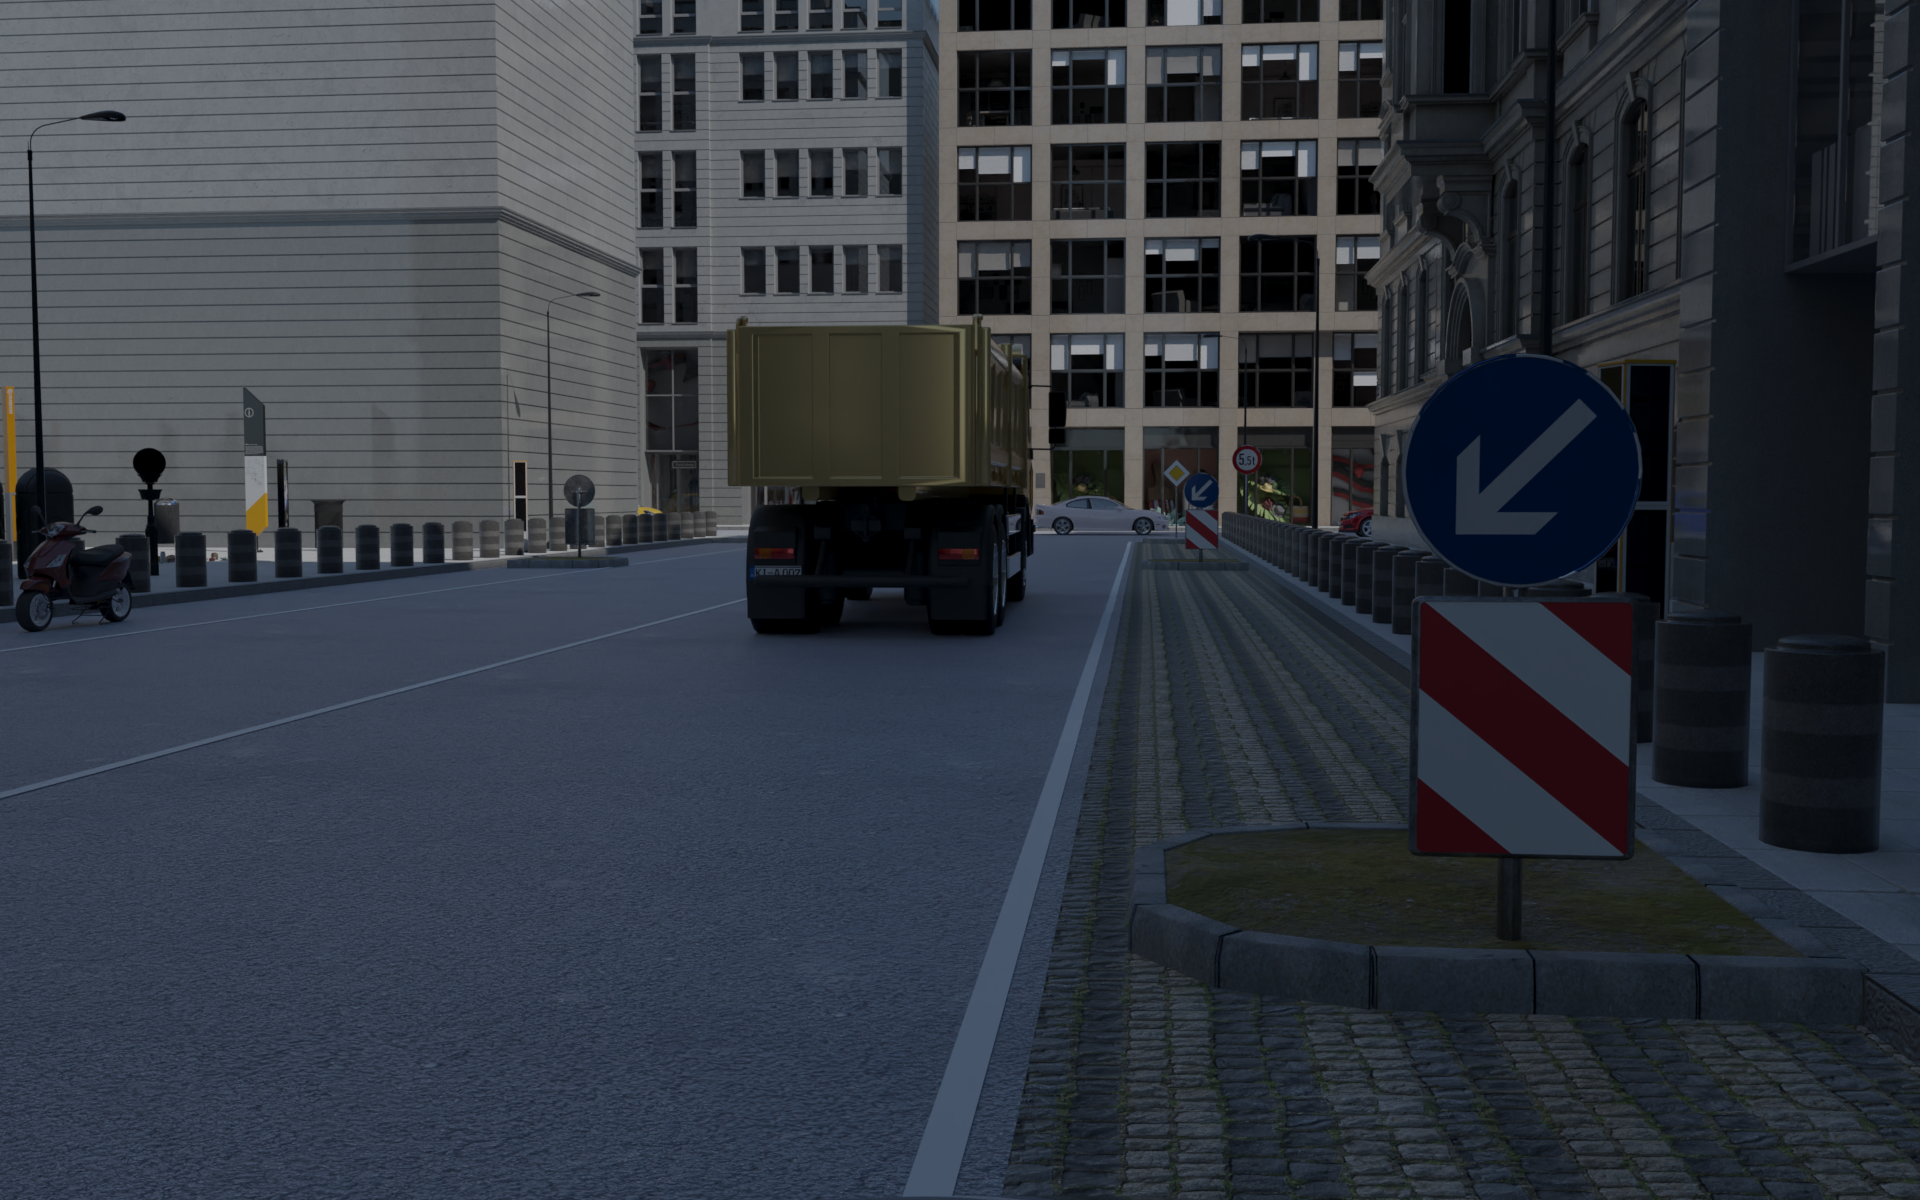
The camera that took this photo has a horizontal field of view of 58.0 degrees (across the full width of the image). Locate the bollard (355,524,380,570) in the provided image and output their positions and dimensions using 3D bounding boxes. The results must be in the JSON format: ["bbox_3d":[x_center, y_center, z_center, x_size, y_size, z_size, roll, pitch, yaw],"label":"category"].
[{"bbox_3d":[-10.068,-0.900,29.436,0.404,0.777,0.398,0,3,0],"label":"bollard"}]

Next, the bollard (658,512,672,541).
[{"bbox_3d":[-8.175,-1.986,47.186,0.404,0.777,0.398,0,3,0],"label":"bollard"}]

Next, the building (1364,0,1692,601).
[{"bbox_3d":[14.959,-12.952,30.850,14.460,24.649,34.723,0,4,6],"label":"building"}]

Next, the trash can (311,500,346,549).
[{"bbox_3d":[-14.239,-1.677,39.074,0.748,1.137,0.748,0,3,0],"label":"trash can"}]

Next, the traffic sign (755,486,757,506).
[{"bbox_3d":[-6.103,-2.953,51.917,0.795,2.450,0.064,0,4,6],"label":"traffic sign"}]

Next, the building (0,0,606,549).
[{"bbox_3d":[-24.765,-16.472,46.812,29.804,29.767,11.434,0,4,6],"label":"building"}]

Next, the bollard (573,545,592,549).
[{"bbox_3d":[-8.903,-1.568,40.355,0.404,0.777,0.398,0,3,0],"label":"bollard"}]

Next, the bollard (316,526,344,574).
[{"bbox_3d":[-10.212,-0.817,28.072,0.404,0.777,0.398,0,3,0],"label":"bollard"}]

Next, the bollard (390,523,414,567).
[{"bbox_3d":[-9.924,-0.983,30.797,0.404,0.777,0.398,0,3,0],"label":"bollard"}]

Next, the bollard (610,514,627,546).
[{"bbox_3d":[-8.612,-1.735,43.083,0.404,0.777,0.398,0,3,0],"label":"bollard"}]

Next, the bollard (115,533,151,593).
[{"bbox_3d":[-10.795,-0.483,22.612,0.404,0.777,0.398,0,3,0],"label":"bollard"}]

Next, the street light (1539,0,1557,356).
[{"bbox_3d":[3.632,-2.435,12.352,1.470,5.913,1.316,0,4,6],"label":"street light"}]

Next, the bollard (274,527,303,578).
[{"bbox_3d":[-10.358,-0.733,26.709,0.404,0.777,0.398,0,3,0],"label":"bollard"}]

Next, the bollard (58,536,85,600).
[{"bbox_3d":[-10.941,-0.399,21.234,0.404,0.777,0.398,0,3,0],"label":"bollard"}]

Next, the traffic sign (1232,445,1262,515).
[{"bbox_3d":[7.444,-2.744,44.973,0.768,2.556,0.104,1,4,11],"label":"traffic sign"}]

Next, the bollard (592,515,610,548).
[{"bbox_3d":[-8.761,-1.652,41.723,0.404,0.777,0.398,0,3,0],"label":"bollard"}]

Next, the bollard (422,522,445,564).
[{"bbox_3d":[-9.775,-1.067,32.157,0.404,0.777,0.398,0,3,0],"label":"bollard"}]

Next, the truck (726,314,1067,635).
[{"bbox_3d":[-0.538,-1.554,21.328,3.469,3.379,9.791,0,4,5],"label":"truck"}]

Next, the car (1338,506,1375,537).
[{"bbox_3d":[14.579,-2.892,56.323,4.494,1.783,2.155,0,4,6],"label":"car"}]

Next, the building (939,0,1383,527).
[{"bbox_3d":[17.087,-16.635,76.496,34.151,26.468,19.350,0,4,6],"label":"building"}]

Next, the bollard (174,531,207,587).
[{"bbox_3d":[-10.649,-0.567,23.980,0.404,0.777,0.398,0,3,0],"label":"bollard"}]

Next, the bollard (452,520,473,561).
[{"bbox_3d":[-9.631,-1.150,33.527,0.404,0.777,0.398,0,3,0],"label":"bollard"}]

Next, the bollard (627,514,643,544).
[{"bbox_3d":[-8.467,-1.819,44.450,0.404,0.777,0.398,0,3,0],"label":"bollard"}]

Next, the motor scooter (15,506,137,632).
[{"bbox_3d":[-9.550,-0.366,18.759,0.815,1.314,1.986,0,4,6],"label":"motor scooter"}]

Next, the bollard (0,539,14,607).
[{"bbox_3d":[-11.087,-0.314,19.857,0.404,0.777,0.398,0,3,0],"label":"bollard"}]

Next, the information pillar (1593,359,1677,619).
[{"bbox_3d":[3.737,-0.314,9.629,0.304,2.012,0.304,0,4,-8],"label":"information pillar"}]

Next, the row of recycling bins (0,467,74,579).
[{"bbox_3d":[-15.169,-1.149,25.897,3.534,1.692,1.069,-1,4,-16],"label":"row of recycling bins"}]

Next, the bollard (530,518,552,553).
[{"bbox_3d":[-9.191,-1.402,37.634,0.404,0.777,0.398,0,3,0],"label":"bollard"}]

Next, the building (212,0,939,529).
[{"bbox_3d":[-15.554,-18.289,76.523,29.804,29.767,11.434,0,4,6],"label":"building"}]

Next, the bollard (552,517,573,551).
[{"bbox_3d":[-9.045,-1.485,38.994,0.404,0.777,0.398,0,3,0],"label":"bollard"}]

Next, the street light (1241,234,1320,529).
[{"bbox_3d":[5.835,-3.577,31.024,1.470,5.913,1.316,0,4,6],"label":"street light"}]

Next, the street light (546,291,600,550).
[{"bbox_3d":[-8.923,-4.117,39.859,1.470,5.913,1.316,0,4,6],"label":"street light"}]

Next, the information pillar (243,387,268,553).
[{"bbox_3d":[-15.415,-2.845,37.876,0.504,3.616,0.183,1,4,10],"label":"information pillar"}]

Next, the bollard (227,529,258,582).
[{"bbox_3d":[-10.503,-0.650,25.346,0.404,0.777,0.398,0,3,0],"label":"bollard"}]

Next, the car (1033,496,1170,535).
[{"bbox_3d":[4.981,-2.973,60.972,4.827,1.381,2.083,0,4,5],"label":"car"}]

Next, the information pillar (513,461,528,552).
[{"bbox_3d":[-9.691,-2.061,38.193,0.304,2.012,0.304,-1,4,-16],"label":"information pillar"}]

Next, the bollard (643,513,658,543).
[{"bbox_3d":[-8.320,-1.902,45.810,0.404,0.777,0.398,0,3,0],"label":"bollard"}]

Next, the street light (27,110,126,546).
[{"bbox_3d":[-10.794,-2.975,21.186,1.470,5.913,1.316,0,4,6],"label":"street light"}]

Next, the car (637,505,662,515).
[{"bbox_3d":[-13.197,-3.413,66.028,3.980,1.641,2.015,0,4,8],"label":"car"}]

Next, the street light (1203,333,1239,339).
[{"bbox_3d":[7.716,-4.749,50.192,1.470,5.913,1.316,0,4,6],"label":"street light"}]

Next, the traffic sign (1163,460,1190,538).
[{"bbox_3d":[6.319,-2.871,50.576,0.795,2.450,0.064,0,4,6],"label":"traffic sign"}]

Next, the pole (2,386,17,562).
[{"bbox_3d":[-18.034,-2.389,32.897,0.158,3.312,0.155,0,3,0],"label":"pole"}]

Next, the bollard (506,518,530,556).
[{"bbox_3d":[-9.337,-1.318,36.273,0.404,0.777,0.398,0,3,0],"label":"bollard"}]

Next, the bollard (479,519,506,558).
[{"bbox_3d":[-9.481,-1.234,34.899,0.404,0.777,0.398,0,3,0],"label":"bollard"}]
